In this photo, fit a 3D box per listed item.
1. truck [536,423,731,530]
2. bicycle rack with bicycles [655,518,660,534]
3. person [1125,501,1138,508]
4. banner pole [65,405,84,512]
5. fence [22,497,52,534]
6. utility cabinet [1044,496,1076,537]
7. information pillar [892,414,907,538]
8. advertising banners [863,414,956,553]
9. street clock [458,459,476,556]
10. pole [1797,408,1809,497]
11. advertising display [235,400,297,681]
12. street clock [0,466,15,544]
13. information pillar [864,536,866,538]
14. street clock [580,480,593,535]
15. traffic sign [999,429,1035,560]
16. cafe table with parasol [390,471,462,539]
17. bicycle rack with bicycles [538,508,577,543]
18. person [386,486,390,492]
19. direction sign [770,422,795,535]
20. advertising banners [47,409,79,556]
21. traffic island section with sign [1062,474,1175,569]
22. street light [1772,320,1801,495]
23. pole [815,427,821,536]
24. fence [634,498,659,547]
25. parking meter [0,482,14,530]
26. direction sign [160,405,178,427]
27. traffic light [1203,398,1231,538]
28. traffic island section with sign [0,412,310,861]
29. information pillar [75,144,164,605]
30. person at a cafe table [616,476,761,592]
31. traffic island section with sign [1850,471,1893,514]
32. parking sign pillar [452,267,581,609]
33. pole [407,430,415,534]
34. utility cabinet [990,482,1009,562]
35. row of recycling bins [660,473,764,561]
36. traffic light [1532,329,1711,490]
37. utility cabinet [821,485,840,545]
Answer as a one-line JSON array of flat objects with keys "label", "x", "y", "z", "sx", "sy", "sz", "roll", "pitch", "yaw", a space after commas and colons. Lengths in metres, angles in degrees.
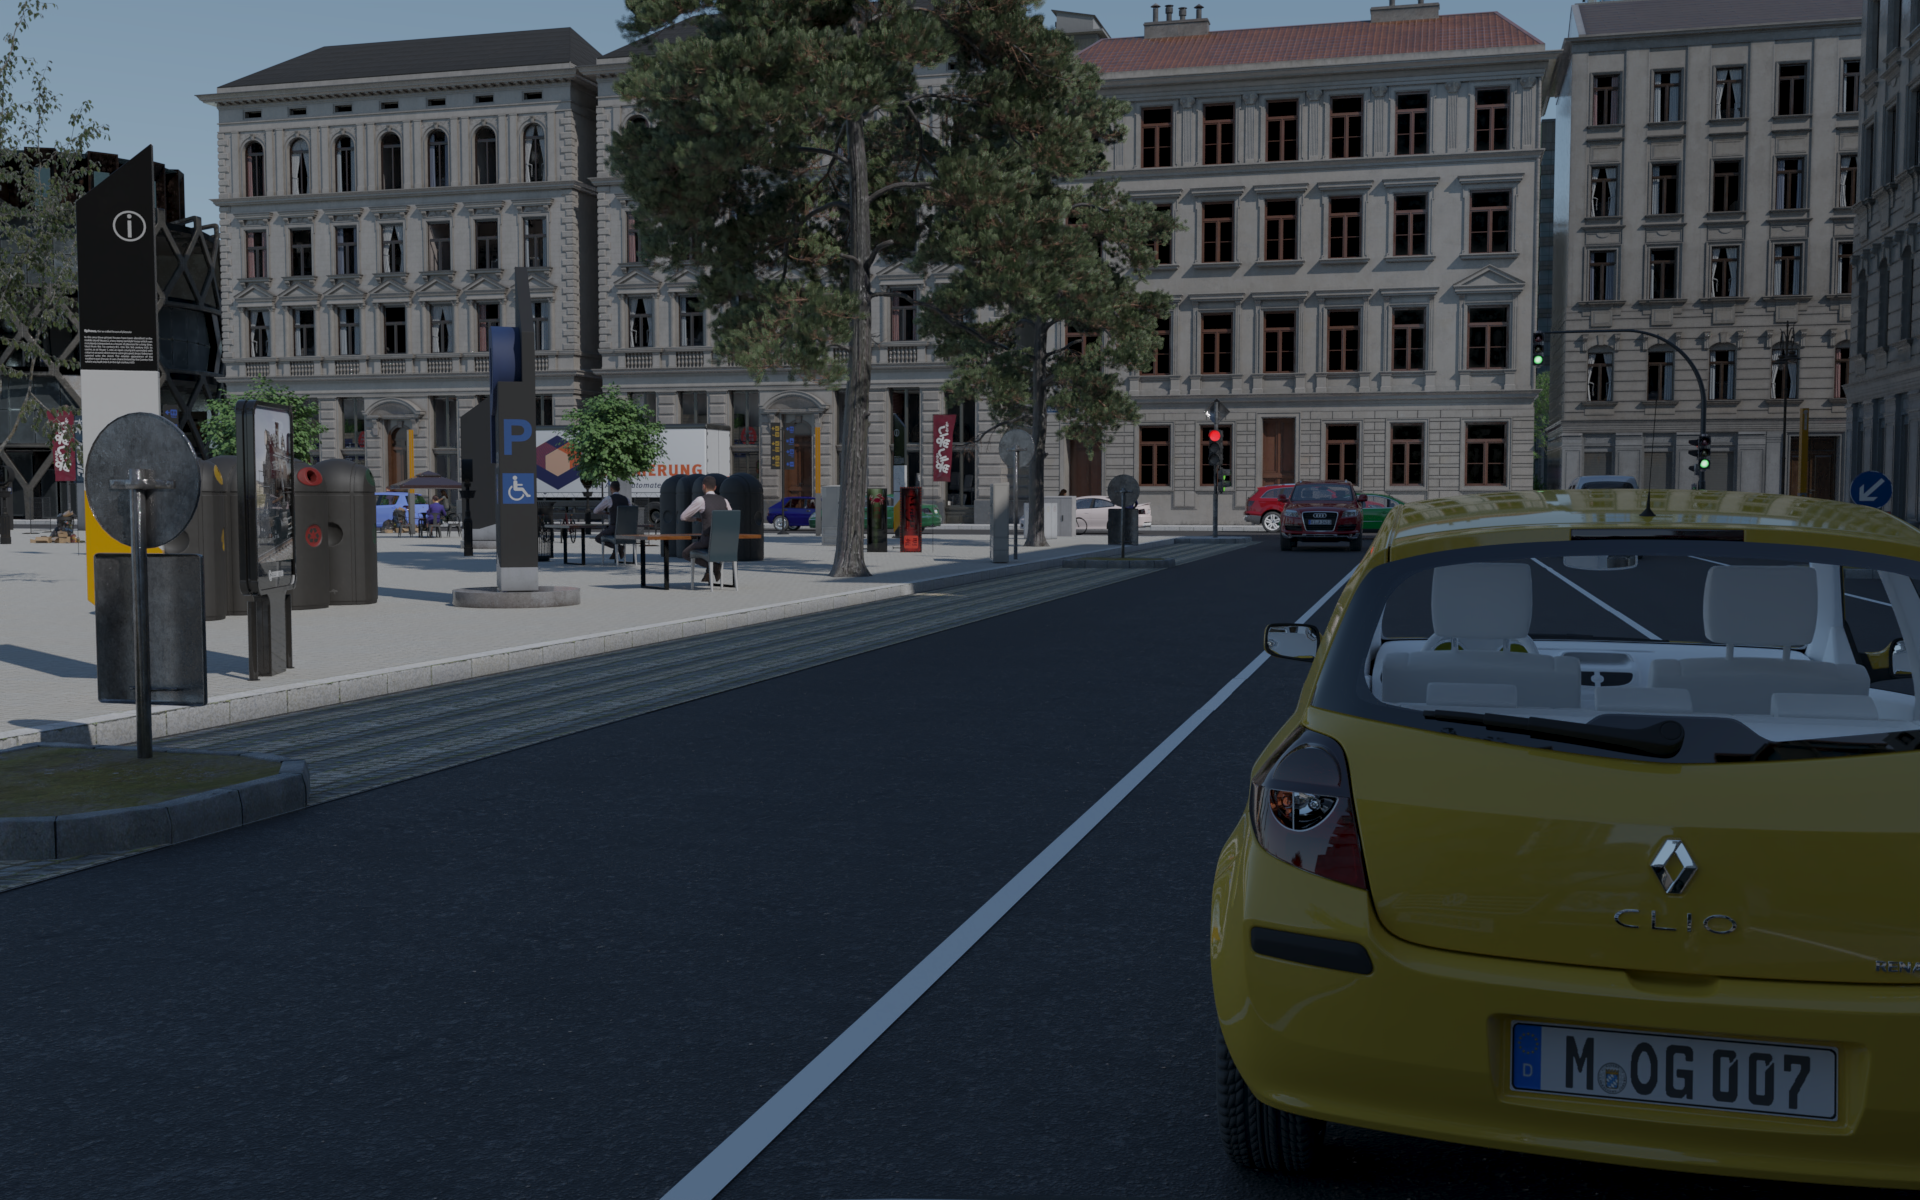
[{"label": "truck", "x": -15.099, "y": -5.039, "z": 71.298, "sx": 11.283, "sy": 4.237, "sz": 2.839, "roll": 1, "pitch": 4, "yaw": 16}, {"label": "bicycle rack with bicycles", "x": -7.072, "y": -2.145, "z": 48.459, "sx": 2.852, "sy": 0.926, "sz": 2.925, "roll": 2, "pitch": 4, "yaw": 25}, {"label": "person", "x": 5.638, "y": -3.002, "z": 58.295, "sx": 0.576, "sy": 1.737, "sz": 0.504, "roll": -3, "pitch": 5, "yaw": -42}, {"label": "banner pole", "x": -24.825, "y": -3.585, "z": 48.628, "sx": 0.863, "sy": 3.779, "sz": 0.401, "roll": 0, "pitch": 4, "yaw": 6}, {"label": "fence", "x": -30.113, "y": -2.784, "z": 56.718, "sx": 0.480, "sy": 1.192, "sz": 2.264, "roll": -1, "pitch": 4, "yaw": -12}, {"label": "utility cabinet", "x": 3.000, "y": -2.527, "z": 52.483, "sx": 1.020, "sy": 1.237, "sz": 0.306, "roll": 2, "pitch": 4, "yaw": 31}, {"label": "information pillar", "x": -1.748, "y": -3.606, "z": 50.309, "sx": 0.504, "sy": 3.616, "sz": 0.183, "roll": 3, "pitch": 5, "yaw": 45}, {"label": "advertising banners", "x": -1.106, "y": -2.555, "z": 37.957, "sx": 2.074, "sy": 3.025, "sz": 0.090, "roll": 0, "pitch": 4, "yaw": 7}, {"label": "street clock", "x": -10.181, "y": -1.911, "z": 35.819, "sx": 0.358, "sy": 2.002, "sz": 0.471, "roll": -1, "pitch": 4, "yaw": -15}, {"label": "pole", "x": 20.026, "y": -2.894, "z": 41.162, "sx": 0.158, "sy": 3.312, "sz": 0.155, "roll": 0, "pitch": 3, "yaw": 0}, {"label": "advertising display", "x": -4.904, "y": -0.432, "z": 12.278, "sx": 0.123, "sy": 1.923, "sz": 0.974, "roll": 0, "pitch": 4, "yaw": -6}, {"label": "street clock", "x": -24.417, "y": -2.427, "z": 44.255, "sx": 0.471, "sy": 2.002, "sz": 0.358, "roll": 0, "pitch": 4, "yaw": 5}, {"label": "information pillar", "x": -3.021, "y": -3.623, "z": 50.585, "sx": 0.504, "sy": 3.616, "sz": 0.183, "roll": 2, "pitch": 4, "yaw": 30}, {"label": "street clock", "x": -11.753, "y": -3.065, "z": 54.681, "sx": 0.471, "sy": 2.002, "sz": 0.358, "roll": -1, "pitch": 4, "yaw": -13}, {"label": "traffic sign", "x": 1.090, "y": -2.067, "z": 33.902, "sx": 0.768, "sy": 2.556, "sz": 0.104, "roll": 2, "pitch": 4, "yaw": 25}, {"label": "cafe table with parasol", "x": -15.557, "y": -2.805, "z": 50.723, "sx": 2.610, "sy": 1.966, "sz": 2.610, "roll": 2, "pitch": 4, "yaw": 30}, {"label": "bicycle rack with bicycles", "x": -11.442, "y": -1.983, "z": 45.811, "sx": 2.852, "sy": 0.926, "sz": 2.925, "roll": -1, "pitch": 4, "yaw": -19}, {"label": "person", "x": -24.704, "y": -4.004, "z": 74.420, "sx": 0.568, "sy": 1.767, "sz": 0.683, "roll": 3, "pitch": 5, "yaw": 41}, {"label": "direction sign", "x": -5.622, "y": -3.850, "z": 54.945, "sx": 0.876, "sy": 3.537, "sz": 0.379, "roll": -3, "pitch": 4, "yaw": -38}, {"label": "advertising banners", "x": -17.926, "y": -2.452, "z": 36.273, "sx": 2.074, "sy": 3.025, "sz": 0.090, "roll": -2, "pitch": 4, "yaw": -25}, {"label": "traffic island section with sign", "x": 3.183, "y": -1.554, "z": 34.040, "sx": 1.989, "sy": 1.847, "sz": 2.006, "roll": 1, "pitch": 4, "yaw": 15}, {"label": "street light", "x": 22.026, "y": -4.494, "z": 46.266, "sx": 0.468, "sy": 5.910, "sz": 1.993, "roll": 1, "pitch": 4, "yaw": 15}, {"label": "pole", "x": -4.336, "y": -3.613, "z": 52.911, "sx": 0.158, "sy": 3.312, "sz": 0.155, "roll": 0, "pitch": 3, "yaw": 0}, {"label": "fence", "x": -7.977, "y": -1.970, "z": 43.407, "sx": 0.480, "sy": 1.192, "sz": 2.264, "roll": -1, "pitch": 4, "yaw": -20}, {"label": "parking meter", "x": -33.947, "y": -3.423, "z": 61.685, "sx": 0.255, "sy": 1.863, "sz": 0.399, "roll": 0, "pitch": 4, "yaw": 2}, {"label": "direction sign", "x": -20.242, "y": -3.173, "z": 43.879, "sx": 0.876, "sy": 3.537, "sz": 0.379, "roll": -3, "pitch": 4, "yaw": -36}, {"label": "traffic light", "x": 7.529, "y": -3.788, "z": 50.860, "sx": 0.839, "sy": 4.253, "sz": 0.868, "roll": 1, "pitch": 4, "yaw": 15}, {"label": "traffic island section with sign", "x": -4.059, "y": 0.058, "z": 7.672, "sx": 1.989, "sy": 1.847, "sz": 2.006, "roll": 1, "pitch": 4, "yaw": 15}, {"label": "information pillar", "x": -5.619, "y": -1.241, "z": 11.642, "sx": 0.504, "sy": 3.616, "sz": 0.183, "roll": -1, "pitch": 4, "yaw": -17}, {"label": "person at a cafe table", "x": -3.525, "y": -0.911, "z": 23.414, "sx": 1.698, "sy": 1.524, "sz": 1.622, "roll": -3, "pitch": 4, "yaw": -36}, {"label": "traffic island section with sign", "x": 15.591, "y": -1.322, "z": 30.235, "sx": 1.989, "sy": 1.847, "sz": 2.006, "roll": 1, "pitch": 4, "yaw": 15}, {"label": "parking sign pillar", "x": -5.144, "y": -1.928, "z": 19.996, "sx": 1.447, "sy": 3.967, "sz": 1.447, "roll": -1, "pitch": 4, "yaw": -17}, {"label": "pole", "x": -17.432, "y": -3.740, "z": 54.995, "sx": 0.158, "sy": 3.312, "sz": 0.155, "roll": 0, "pitch": 3, "yaw": 0}, {"label": "utility cabinet", "x": 0.727, "y": -1.462, "z": 32.576, "sx": 0.318, "sy": 1.500, "sz": 1.173, "roll": 0, "pitch": 4, "yaw": -2}, {"label": "row of recycling bins", "x": -4.984, "y": -1.669, "z": 34.407, "sx": 1.069, "sy": 1.692, "sz": 3.534, "roll": -2, "pitch": 4, "yaw": -34}, {"label": "traffic light", "x": 18.234, "y": -4.473, "z": 47.803, "sx": 4.771, "sy": 5.953, "sz": 1.251, "roll": 1, "pitch": 4, "yaw": 15}, {"label": "utility cabinet", "x": -2.932, "y": -2.075, "z": 42.606, "sx": 0.318, "sy": 1.500, "sz": 1.173, "roll": -3, "pitch": 5, "yaw": -43}]
